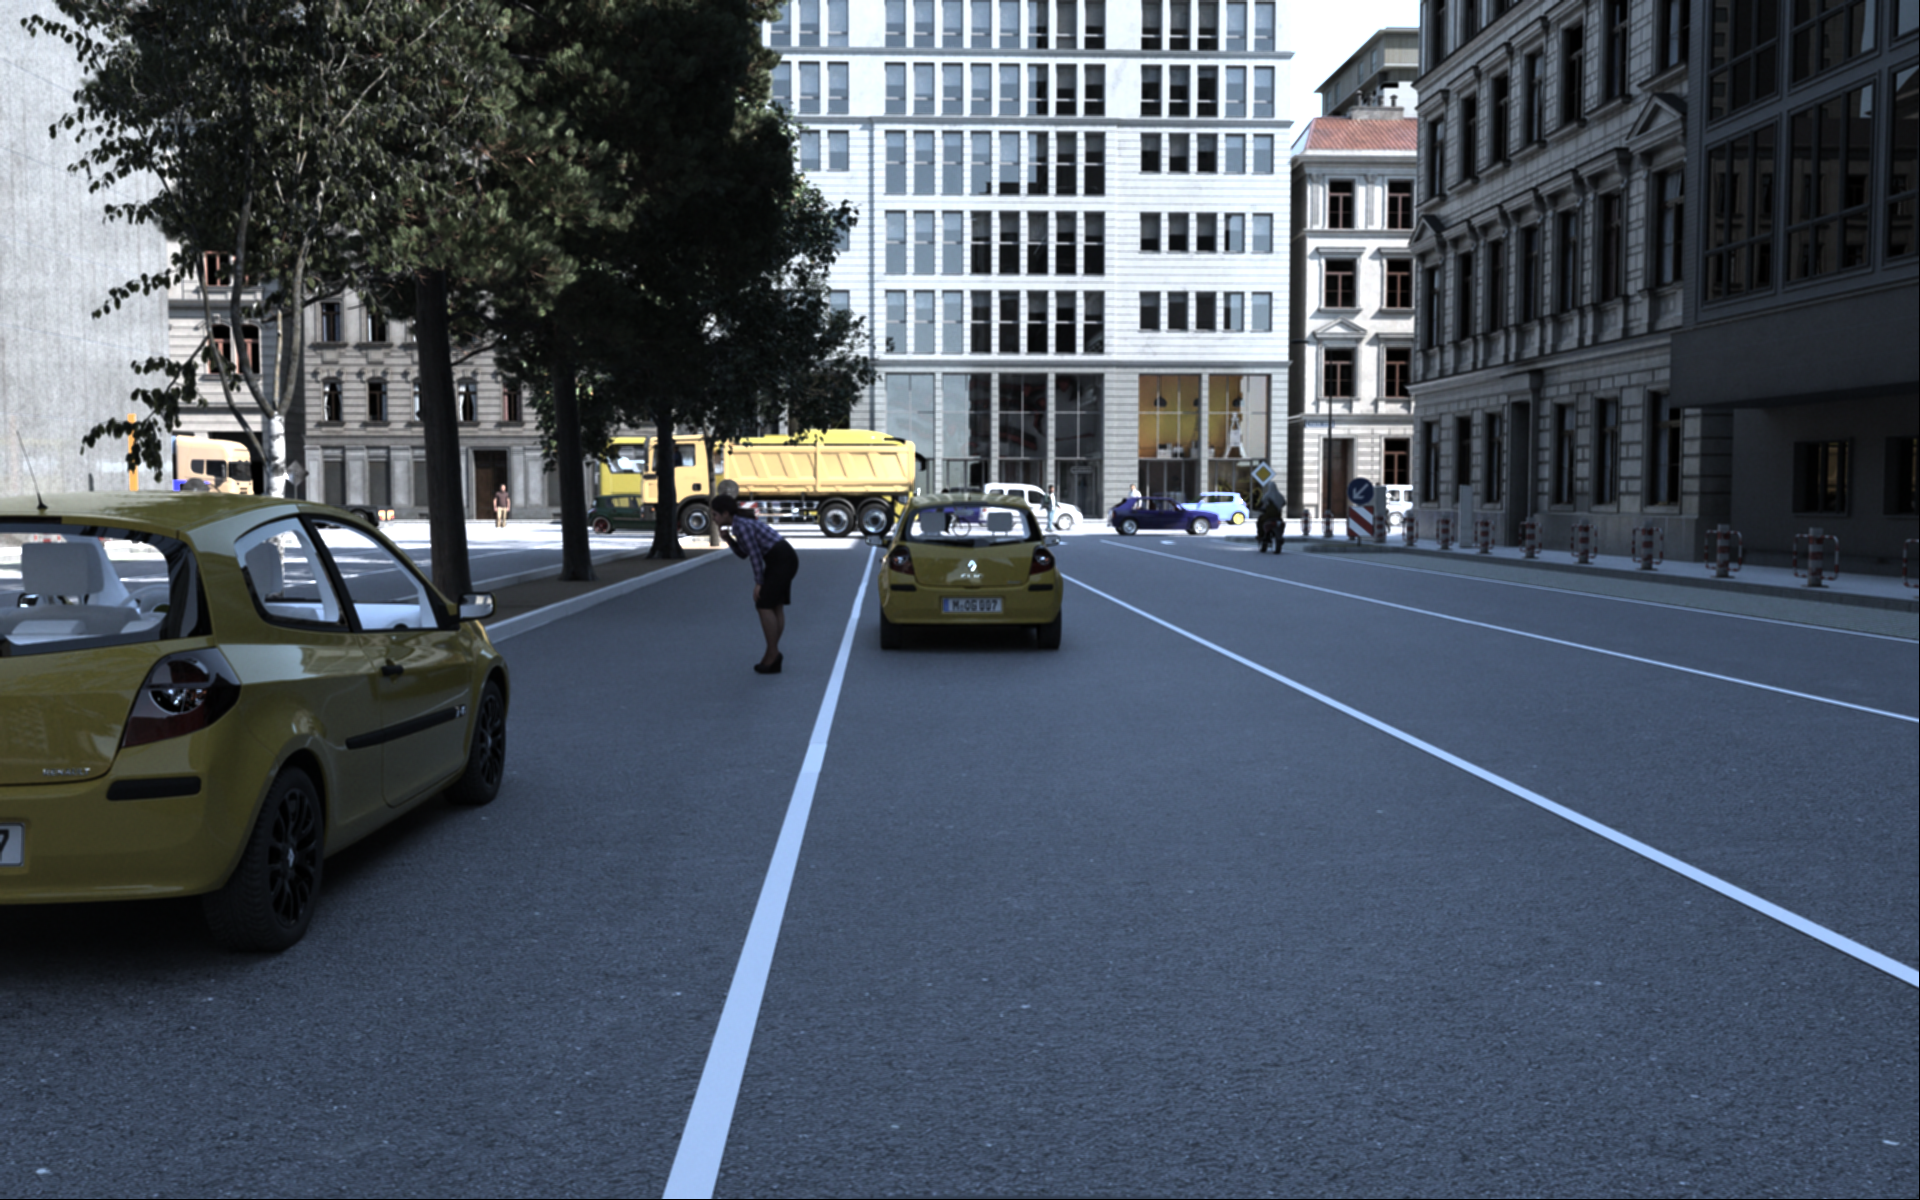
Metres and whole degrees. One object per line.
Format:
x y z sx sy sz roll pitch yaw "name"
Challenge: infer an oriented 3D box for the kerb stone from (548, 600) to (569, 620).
-4.675 0.140 19.899 0.120 0.150 1.000 0 4 -2 "kerb stone"

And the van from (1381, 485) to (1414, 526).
20.959 -4.399 78.939 4.112 2.044 2.013 0 4 -2 "van"

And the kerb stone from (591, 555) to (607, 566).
-7.390 -0.800 35.280 0.120 0.150 1.000 0 4 -2 "kerb stone"

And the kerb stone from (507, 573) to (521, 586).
-7.058 -0.295 27.043 0.120 0.150 1.000 0 4 -2 "kerb stone"

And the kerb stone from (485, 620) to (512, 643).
-4.543 0.331 16.816 0.120 0.150 1.000 0 4 -2 "kerb stone"

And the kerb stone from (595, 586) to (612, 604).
-4.793 -0.047 22.990 0.120 0.150 1.000 0 4 -2 "kerb stone"

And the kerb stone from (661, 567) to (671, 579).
-5.043 -0.422 29.167 0.120 0.150 1.000 0 4 -2 "kerb stone"

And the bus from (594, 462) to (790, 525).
-11.246 -5.283 81.229 13.247 3.499 2.948 0 4 -1 "bus"

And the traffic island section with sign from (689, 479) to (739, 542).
-7.009 -2.676 51.896 2.006 1.907 1.989 0 4 -2 "traffic island section with sign"

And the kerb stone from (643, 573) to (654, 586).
-4.957 -0.293 27.103 0.120 0.150 1.000 0 4 -2 "kerb stone"

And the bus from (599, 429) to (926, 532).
-7.462 -4.576 66.362 12.252 3.916 2.896 0 4 -3 "bus"

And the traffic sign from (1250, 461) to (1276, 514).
9.134 -2.972 52.231 0.795 2.450 0.064 0 4 -2 "traffic sign"

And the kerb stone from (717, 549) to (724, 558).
-5.407 -0.994 38.443 0.120 0.150 1.000 0 4 -2 "kerb stone"

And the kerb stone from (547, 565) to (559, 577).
-7.180 -0.485 30.124 0.120 0.150 1.000 0 4 -2 "kerb stone"

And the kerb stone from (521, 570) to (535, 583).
-7.093 -0.357 28.070 0.120 0.150 1.000 0 4 -2 "kerb stone"

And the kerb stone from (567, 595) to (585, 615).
-4.705 0.078 20.926 0.120 0.150 1.000 0 4 -2 "kerb stone"

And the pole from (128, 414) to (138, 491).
-21.083 -3.079 44.187 0.158 3.312 0.155 0 3 0 "pole"

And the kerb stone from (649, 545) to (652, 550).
-7.681 -1.242 42.507 0.120 0.150 1.000 0 4 -2 "kerb stone"

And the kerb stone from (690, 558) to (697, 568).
-5.210 -0.678 33.286 0.120 0.150 1.000 0 4 -2 "kerb stone"

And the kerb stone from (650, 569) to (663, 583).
-4.999 -0.364 28.141 0.120 0.150 1.000 0 4 -2 "kerb stone"

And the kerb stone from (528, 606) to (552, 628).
-4.628 0.204 18.873 0.120 0.150 1.000 0 4 -2 "kerb stone"

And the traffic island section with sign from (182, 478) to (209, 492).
-18.948 -2.072 42.505 1.989 1.847 2.006 0 4 -2 "traffic island section with sign"

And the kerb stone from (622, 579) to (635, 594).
-4.873 -0.174 25.048 0.120 0.150 1.000 0 4 -2 "kerb stone"

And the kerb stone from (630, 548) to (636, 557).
-7.557 -1.052 39.417 0.120 0.150 1.000 0 4 -2 "kerb stone"

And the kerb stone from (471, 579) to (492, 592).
-6.970 -0.170 24.983 0.120 0.150 1.000 0 4 -2 "kerb stone"

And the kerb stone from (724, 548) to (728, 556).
-5.460 -1.056 39.469 0.120 0.150 1.000 0 4 -2 "kerb stone"

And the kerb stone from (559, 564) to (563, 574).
-7.231 -0.548 31.149 0.120 0.150 1.000 0 4 -2 "kerb stone"

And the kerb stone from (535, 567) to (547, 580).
-7.140 -0.420 29.095 0.120 0.150 1.000 0 4 -2 "kerb stone"

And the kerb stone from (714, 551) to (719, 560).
-5.373 -0.931 37.415 0.120 0.150 1.000 0 4 -2 "kerb stone"

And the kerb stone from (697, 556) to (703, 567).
-5.249 -0.741 34.322 0.120 0.150 1.000 0 4 -2 "kerb stone"

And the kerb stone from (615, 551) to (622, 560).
-7.476 -0.923 37.350 0.120 0.150 1.000 0 4 -2 "kerb stone"

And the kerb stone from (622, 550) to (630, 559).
-7.518 -0.991 38.391 0.120 0.150 1.000 0 4 -2 "kerb stone"

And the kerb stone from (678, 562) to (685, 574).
-5.122 -0.552 31.227 0.120 0.150 1.000 0 4 -2 "kerb stone"

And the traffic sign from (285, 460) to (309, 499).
-19.587 -2.902 51.093 0.795 2.450 0.064 0 4 -2 "traffic sign"

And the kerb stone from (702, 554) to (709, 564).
-5.294 -0.799 35.355 0.120 0.150 1.000 0 4 -2 "kerb stone"

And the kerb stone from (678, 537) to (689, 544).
-7.976 -1.680 49.696 0.120 0.150 1.000 0 4 -2 "kerb stone"

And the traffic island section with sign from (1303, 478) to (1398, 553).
9.549 -2.081 42.660 1.989 1.847 2.006 0 4 -2 "traffic island section with sign"

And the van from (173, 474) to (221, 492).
-33.685 -4.276 74.296 5.245 2.365 2.240 0 4 0 "van"

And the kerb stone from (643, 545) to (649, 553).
-7.646 -1.179 41.468 0.120 0.150 1.000 0 4 -2 "kerb stone"

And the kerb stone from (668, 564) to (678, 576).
-5.083 -0.490 30.200 0.120 0.150 1.000 0 4 -2 "kerb stone"

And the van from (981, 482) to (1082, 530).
2.804 -3.780 68.822 4.112 2.044 2.013 0 4 -3 "van"

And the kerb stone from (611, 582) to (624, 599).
-4.835 -0.110 24.018 0.120 0.150 1.000 0 4 -2 "kerb stone"

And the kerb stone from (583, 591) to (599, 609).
-4.748 0.016 21.954 0.120 0.150 1.000 0 4 -2 "kerb stone"

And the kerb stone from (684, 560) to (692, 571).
-5.157 -0.615 32.254 0.120 0.150 1.000 0 4 -2 "kerb stone"

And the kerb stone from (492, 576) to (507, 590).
-7.013 -0.233 26.009 0.120 0.150 1.000 0 4 -2 "kerb stone"

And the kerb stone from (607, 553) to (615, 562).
-7.435 -0.862 36.314 0.120 0.150 1.000 0 4 -2 "kerb stone"

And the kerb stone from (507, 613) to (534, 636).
-4.581 0.267 17.842 0.120 0.150 1.000 0 4 -2 "kerb stone"

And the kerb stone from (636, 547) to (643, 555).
-7.598 -1.112 40.443 0.120 0.150 1.000 0 4 -2 "kerb stone"

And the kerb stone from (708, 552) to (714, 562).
-5.337 -0.867 36.387 0.120 0.150 1.000 0 4 -2 "kerb stone"

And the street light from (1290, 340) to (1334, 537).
10.622 -4.875 52.241 1.470 5.913 1.316 0 4 -2 "street light"

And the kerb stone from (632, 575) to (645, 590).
-4.917 -0.237 26.074 0.120 0.150 1.000 0 4 -2 "kerb stone"
